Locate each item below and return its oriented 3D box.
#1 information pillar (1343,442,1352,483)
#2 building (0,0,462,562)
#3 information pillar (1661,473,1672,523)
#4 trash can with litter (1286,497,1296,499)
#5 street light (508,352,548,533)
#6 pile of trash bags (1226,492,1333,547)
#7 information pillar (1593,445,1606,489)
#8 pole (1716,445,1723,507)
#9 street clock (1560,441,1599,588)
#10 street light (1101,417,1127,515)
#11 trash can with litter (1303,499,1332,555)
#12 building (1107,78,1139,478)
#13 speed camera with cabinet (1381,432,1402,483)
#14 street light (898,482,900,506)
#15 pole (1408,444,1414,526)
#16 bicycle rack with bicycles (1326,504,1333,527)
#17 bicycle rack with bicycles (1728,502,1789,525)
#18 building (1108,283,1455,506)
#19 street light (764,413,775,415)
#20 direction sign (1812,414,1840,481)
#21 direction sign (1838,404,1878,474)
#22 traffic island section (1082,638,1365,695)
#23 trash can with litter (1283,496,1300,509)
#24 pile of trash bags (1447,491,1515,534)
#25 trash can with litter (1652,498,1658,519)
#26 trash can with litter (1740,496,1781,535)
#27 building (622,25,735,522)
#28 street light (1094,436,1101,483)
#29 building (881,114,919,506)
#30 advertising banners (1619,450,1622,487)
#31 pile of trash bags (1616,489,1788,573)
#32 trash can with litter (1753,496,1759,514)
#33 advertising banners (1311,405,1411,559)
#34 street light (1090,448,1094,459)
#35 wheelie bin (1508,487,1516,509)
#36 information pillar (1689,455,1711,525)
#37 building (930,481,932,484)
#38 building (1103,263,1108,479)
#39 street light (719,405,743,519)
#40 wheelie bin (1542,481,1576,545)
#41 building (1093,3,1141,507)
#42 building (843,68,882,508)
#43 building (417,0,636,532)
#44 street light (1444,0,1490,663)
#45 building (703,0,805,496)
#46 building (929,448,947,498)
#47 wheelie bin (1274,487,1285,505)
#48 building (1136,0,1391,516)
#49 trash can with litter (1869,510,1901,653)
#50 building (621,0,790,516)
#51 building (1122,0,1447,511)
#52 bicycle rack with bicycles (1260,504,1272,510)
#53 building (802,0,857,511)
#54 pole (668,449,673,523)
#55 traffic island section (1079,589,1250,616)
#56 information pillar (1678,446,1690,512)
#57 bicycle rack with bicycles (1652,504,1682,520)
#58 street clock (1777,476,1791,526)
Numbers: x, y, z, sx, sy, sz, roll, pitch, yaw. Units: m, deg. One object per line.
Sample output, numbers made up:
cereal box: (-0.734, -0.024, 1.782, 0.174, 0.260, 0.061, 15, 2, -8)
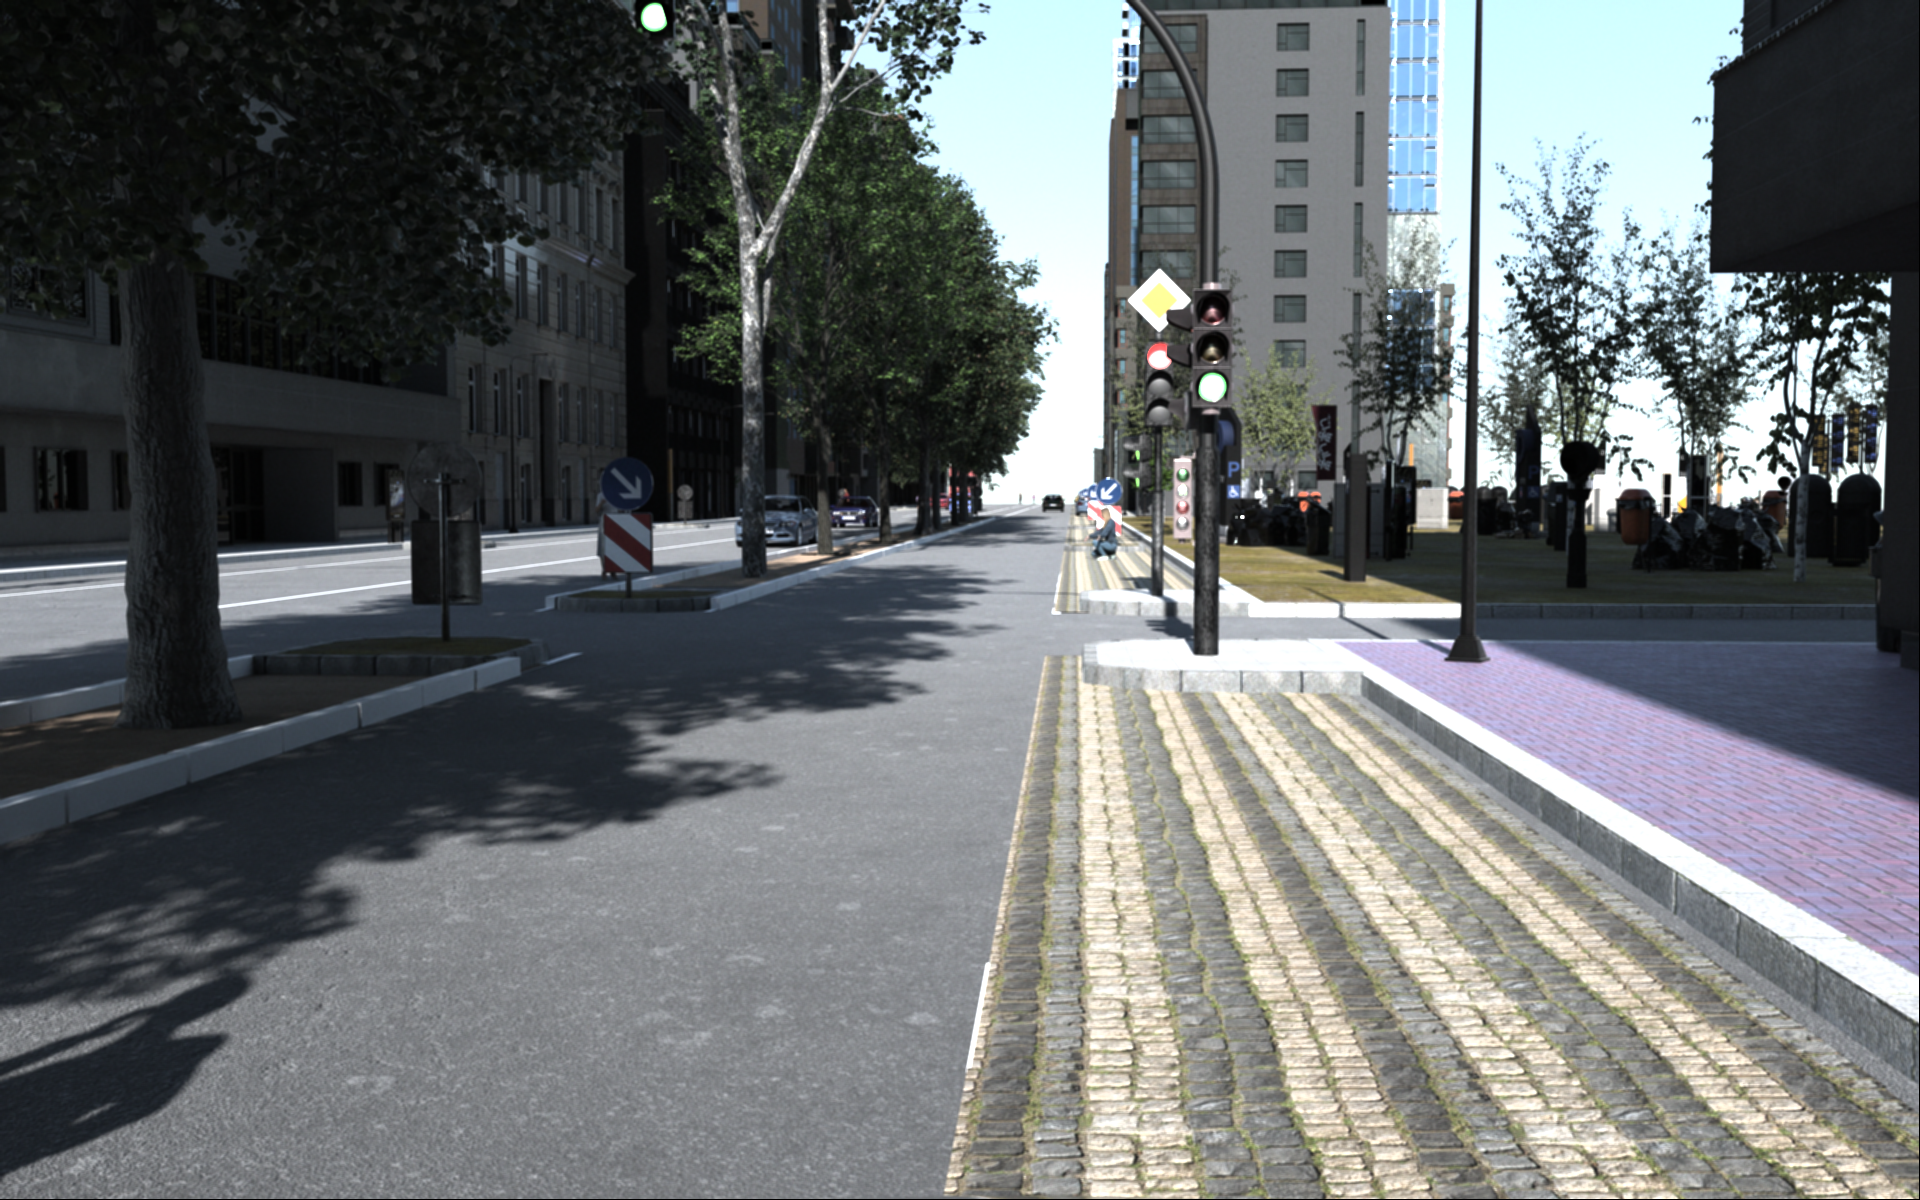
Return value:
information pillar: (17.572, -5.331, 78.519, 0.183, 3.616, 0.504, -2, 4, -26)
building: (-22.941, -13.363, 37.544, 14.314, 24.678, 30.058, 0, 4, 4)
information pillar: (24.567, -3.409, 60.233, 0.304, 2.012, 0.304, 1, 4, 15)
trash can with litter: (15.080, -4.130, 78.919, 0.624, 1.170, 1.055, 1, 4, 21)
street light: (-14.125, -5.146, 56.674, 1.470, 5.913, 1.316, 0, 4, 4)
pile of trash bags: (8.382, -2.028, 42.906, 3.447, 1.369, 1.912, 0, 4, -1)
information pillar: (27.597, -5.097, 74.694, 0.504, 3.616, 0.183, 0, 4, 7)
pole: (31.483, -4.770, 71.839, 0.158, 3.312, 0.155, 0, 3, 0)
street clock: (8.454, -1.169, 23.688, 0.358, 2.002, 0.471, -2, 4, -34)
street light: (9.378, -8.046, 104.098, 1.470, 5.913, 1.316, 0, 4, 4)
trash can with litter: (7.783, -1.537, 36.514, 1.055, 1.170, 0.624, 0, 4, 3)
building: (23.660, -32.872, 187.560, 14.600, 45.320, 14.200, 0, 4, 4)
speed camera with cabinet: (13.923, -3.744, 55.554, 0.660, 3.252, 2.038, 1, 4, 20)
street light: (-5.867, -12.823, 182.196, 1.470, 5.913, 1.316, 0, 4, 4)
pole: (18.293, -4.673, 70.246, 0.158, 3.312, 0.155, 0, 3, 0)
bicycle rack with bicycles: (14.020, -3.084, 63.805, 2.852, 0.926, 2.925, -2, 4, -29)
bicycle rack with bicycles: (34.205, -3.588, 72.052, 2.852, 0.926, 2.925, -1, 4, -15)
building: (27.649, -19.106, 157.415, 27.650, 21.520, 28.899, 0, 4, 4)
street light: (-11.302, -7.749, 99.229, 1.470, 5.913, 1.316, 0, 4, 4)
direction sign: (24.532, -3.487, 49.004, 0.379, 3.537, 0.876, -3, 4, -38)
direction sign: (22.721, -3.160, 43.668, 0.876, 3.537, 0.379, -1, 4, -16)
traffic island section: (1.982, 0.515, 13.868, 2.009, 0.180, 2.903, 0, 4, 4)
trash can with litter: (9.695, -2.539, 52.564, 2.233, 1.210, 1.678, 2, 4, 25)
pile of trash bags: (17.245, -2.886, 56.933, 3.447, 1.369, 1.912, -3, 4, -36)
trash can with litter: (35.549, -4.752, 89.090, 1.055, 1.170, 0.624, -3, 4, -39)
trash can with litter: (24.709, -2.674, 54.784, 1.678, 1.210, 2.233, -1, 4, -14)
building: (-18.968, -15.718, 86.671, 12.332, 23.373, 15.834, 0, 4, 4)
street light: (11.647, -10.148, 138.458, 1.470, 5.913, 1.316, 0, 4, 4)
building: (-16.459, -33.155, 196.708, 22.147, 44.769, 28.867, 0, 4, 4)
advertising banners: (26.099, -4.401, 68.145, 0.090, 3.025, 2.074, 2, 4, 31)
pile of trash bags: (12.229, -1.196, 29.301, 3.447, 1.369, 1.912, -3, 4, -38)
trash can with litter: (40.864, -4.776, 89.473, 0.624, 1.170, 1.055, -3, 4, -39)
advertising banners: (7.909, -2.325, 34.199, 2.074, 3.025, 0.090, -1, 4, -9)
street light: (13.922, -12.240, 172.662, 1.470, 5.913, 1.316, 0, 4, 4)
wheelie bin: (19.429, -3.185, 59.976, 0.693, 1.594, 0.980, -1, 4, -16)
information pillar: (13.799, -1.703, 32.338, 0.304, 2.012, 0.304, 2, 4, 34)
building: (-14.659, -34.937, 225.843, 22.147, 44.769, 28.867, 0, 4, 4)
building: (24.956, -27.199, 216.410, 14.160, 30.474, 14.107, 0, 4, 4)
street light: (-11.895, -7.215, 90.509, 1.470, 5.913, 1.316, 0, 4, 4)
wheelie bin: (15.028, -2.162, 43.259, 0.980, 1.594, 0.693, 2, 4, 34)
building: (29.858, -56.576, 237.695, 22.319, 86.520, 31.000, 0, 4, 4)
building: (-14.947, -29.265, 162.069, 14.154, 41.232, 14.086, 0, 4, 4)
building: (-21.387, -16.424, 65.793, 12.463, 27.353, 25.104, 0, 4, 4)
street light: (3.373, -2.488, 13.214, 1.470, 5.913, 1.316, 0, 4, 4)
building: (-18.725, -28.683, 119.086, 14.600, 45.320, 14.200, 0, 4, 4)
building: (-9.327, -29.106, 247.581, 14.160, 30.474, 14.107, 0, 4, 4)
wheelie bin: (14.064, -4.226, 77.005, 0.693, 1.594, 0.980, 2, 4, 26)
building: (17.707, -20.370, 104.747, 14.160, 30.474, 14.107, 0, 4, 4)
trash can with litter: (7.830, -0.151, 13.863, 0.624, 1.170, 1.055, -1, 4, -17)
building: (-18.544, -20.408, 105.369, 14.160, 30.474, 14.107, 0, 4, 4)
building: (22.991, -49.699, 125.249, 22.319, 86.520, 31.000, 0, 4, 4)
bicycle rack with bicycles: (10.807, -3.055, 63.324, 2.925, 0.926, 2.852, 1, 4, 22)
building: (-20.248, -29.737, 140.828, 22.147, 44.769, 28.867, 0, 4, 4)
pole: (-13.042, -5.145, 77.956, 0.158, 3.312, 0.155, 0, 3, 0)
traffic island section: (2.508, 0.027, 21.836, 2.009, 0.180, 2.903, 0, 4, 4)
information pillar: (35.269, -5.694, 84.448, 0.504, 3.616, 0.183, 0, 4, 4)
bicycle rack with bicycles: (25.081, -2.998, 62.398, 2.852, 0.926, 2.925, -1, 4, -15)
street clock: (33.408, -4.015, 70.223, 0.471, 2.002, 0.358, 3, 5, 42)
